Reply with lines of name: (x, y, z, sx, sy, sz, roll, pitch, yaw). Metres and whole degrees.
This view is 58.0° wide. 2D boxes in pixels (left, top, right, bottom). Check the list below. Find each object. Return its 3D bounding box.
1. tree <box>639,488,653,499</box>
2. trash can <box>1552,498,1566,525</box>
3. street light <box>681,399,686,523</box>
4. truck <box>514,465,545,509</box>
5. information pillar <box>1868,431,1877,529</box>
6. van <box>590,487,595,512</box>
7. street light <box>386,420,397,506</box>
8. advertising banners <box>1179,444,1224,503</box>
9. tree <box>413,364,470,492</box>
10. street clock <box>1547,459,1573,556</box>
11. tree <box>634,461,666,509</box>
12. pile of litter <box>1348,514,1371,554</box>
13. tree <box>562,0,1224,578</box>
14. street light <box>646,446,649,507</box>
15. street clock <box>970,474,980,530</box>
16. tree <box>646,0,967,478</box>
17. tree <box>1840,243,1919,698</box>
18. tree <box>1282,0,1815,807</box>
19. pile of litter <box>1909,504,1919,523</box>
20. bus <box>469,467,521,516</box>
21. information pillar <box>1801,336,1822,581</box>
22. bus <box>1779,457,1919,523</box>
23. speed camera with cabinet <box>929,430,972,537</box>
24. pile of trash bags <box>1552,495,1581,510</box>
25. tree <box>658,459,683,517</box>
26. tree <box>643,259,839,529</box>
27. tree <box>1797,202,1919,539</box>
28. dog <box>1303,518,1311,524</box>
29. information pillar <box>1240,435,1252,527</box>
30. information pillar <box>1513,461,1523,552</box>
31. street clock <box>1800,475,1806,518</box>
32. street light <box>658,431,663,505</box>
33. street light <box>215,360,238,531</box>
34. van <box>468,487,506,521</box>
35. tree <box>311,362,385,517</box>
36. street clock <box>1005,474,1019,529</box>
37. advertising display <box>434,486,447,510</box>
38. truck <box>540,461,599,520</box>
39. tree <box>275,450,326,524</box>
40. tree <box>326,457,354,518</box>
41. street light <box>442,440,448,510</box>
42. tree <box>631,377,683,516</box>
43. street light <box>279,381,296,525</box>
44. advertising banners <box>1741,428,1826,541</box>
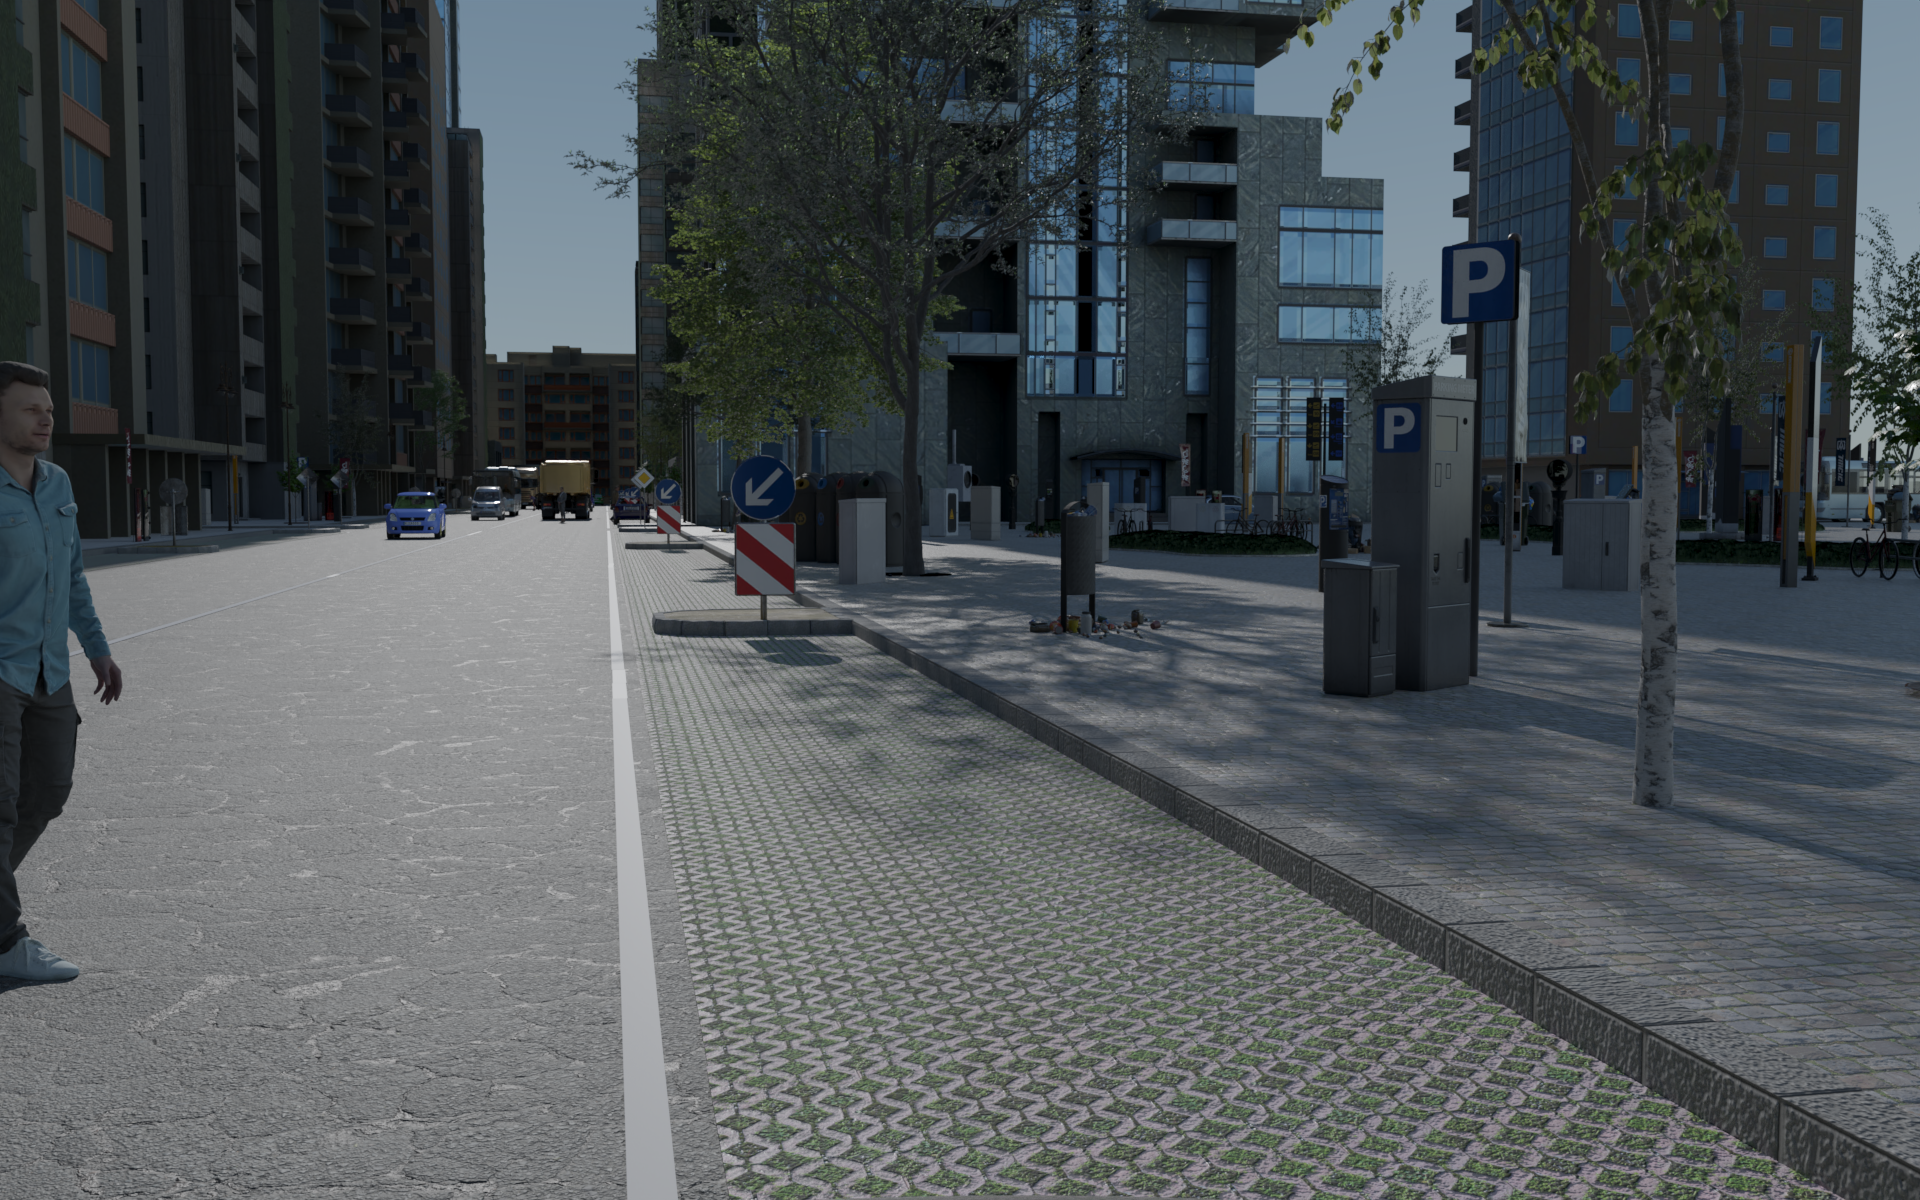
tree: (-28.037, -9.874, 156.046, 1.663, 3.219, 1.824, 0, 3, 0)
trash can: (22.259, -3.248, 64.755, 0.748, 1.137, 0.748, 0, 3, 0)
street light: (-12.390, -6.415, 77.672, 0.468, 5.910, 1.993, -1, 4, -12)
truck: (-41.754, -10.934, 167.689, 2.839, 4.237, 11.283, -1, 4, -10)
information pillar: (33.806, -4.453, 64.164, 0.183, 3.616, 0.504, 1, 4, 12)
van: (-31.104, -8.413, 141.944, 2.240, 2.365, 5.245, -1, 4, -10)
street light: (-34.731, -8.139, 105.854, 0.468, 5.910, 1.993, -1, 4, -12)
advertising banners: (8.433, -3.936, 60.546, 2.074, 3.025, 0.090, -2, 4, -33)
tree: (-41.297, -12.667, 132.865, 9.928, 11.665, 9.643, 0, 3, 0)
street clock: (12.506, -1.932, 36.165, 0.471, 2.002, 0.358, 3, 5, 44)
tree: (-27.002, -10.349, 152.913, 4.285, 4.588, 4.351, 0, 3, 0)
pile of litter: (8.786, -1.455, 37.755, 1.719, 0.858, 1.176, -1, 4, -21)
tree: (-0.860, -7.124, 26.846, 12.009, 13.543, 11.850, 0, 3, 0)
street light: (-26.520, -10.662, 147.104, 0.468, 5.910, 1.993, -1, 4, -12)
street clock: (0.460, -3.472, 61.339, 0.471, 2.002, 0.358, 1, 4, 14)
tree: (-3.186, -7.392, 38.981, 7.486, 12.596, 7.792, 0, 3, 0)
tree: (6.424, -0.995, 10.869, 1.663, 3.219, 1.824, 0, 3, 0)
tree: (2.632, -3.458, 6.906, 4.360, 8.622, 3.978, 0, 3, 0)
pile of litter: (42.883, -3.869, 77.224, 1.719, 0.858, 1.176, 1, 4, 9)
bus: (-30.634, -7.332, 114.740, 2.948, 3.499, 13.247, -1, 4, -12)
information pillar: (12.580, -2.091, 25.549, 0.183, 3.616, 0.504, 2, 4, 34)
bus: (44.704, -5.300, 81.516, 13.247, 3.499, 2.948, -1, 4, -12)
speed camera with cabinet: (-0.278, -3.565, 52.616, 0.660, 3.252, 2.038, 1, 4, 23)
pile of trash bags: (24.544, -3.785, 71.633, 3.447, 1.369, 1.912, 3, 4, 38)
tree: (-15.603, -6.172, 95.513, 1.663, 3.219, 1.824, 0, 3, 0)
tree: (-7.540, -7.703, 60.361, 7.601, 10.594, 8.767, 0, 4, -6)
tree: (23.181, -5.651, 42.756, 4.737, 8.622, 4.395, 0, 3, 0)
dog: (15.105, -3.399, 75.759, 0.748, 0.427, 0.550, 0, 4, 4)
information pillar: (11.318, -4.713, 68.407, 0.504, 3.616, 0.183, -2, 4, -32)
information pillar: (12.391, -2.094, 38.734, 0.304, 2.012, 0.304, 1, 4, 11)
street clock: (31.429, -3.655, 64.334, 0.471, 2.002, 0.358, -2, 4, -33)
street light: (-19.404, -8.541, 112.429, 0.468, 5.910, 1.993, -1, 4, -12)
street light: (-25.315, -5.328, 59.895, 0.468, 5.910, 1.993, -1, 4, -12)
van: (-25.975, -5.400, 95.307, 2.013, 2.044, 4.112, -1, 4, -11)
tree: (-33.842, -8.936, 96.462, 4.360, 8.622, 3.978, 0, 3, 0)
street clock: (1.899, -3.571, 62.963, 0.471, 2.002, 0.358, -3, 4, -38)
advertising display: (-43.042, -8.457, 143.493, 0.974, 1.923, 0.123, 0, 4, -6)
truck: (-22.913, -6.424, 100.962, 3.469, 3.379, 9.791, -1, 4, -10)
tree: (-29.009, -4.934, 75.267, 1.663, 3.219, 1.824, 0, 3, 0)
tree: (-32.908, -5.933, 91.609, 1.663, 3.219, 1.824, 0, 3, 0)
street light: (-41.839, -10.265, 140.618, 0.468, 5.910, 1.993, -1, 4, -12)
tree: (-16.321, -9.311, 102.597, 4.737, 8.622, 4.395, 0, 3, 0)
street light: (-27.604, -6.018, 71.181, 0.468, 5.910, 1.993, -1, 4, -12)
advertising banners: (22.270, -3.100, 46.866, 2.074, 3.025, 0.090, 3, 5, 41)
